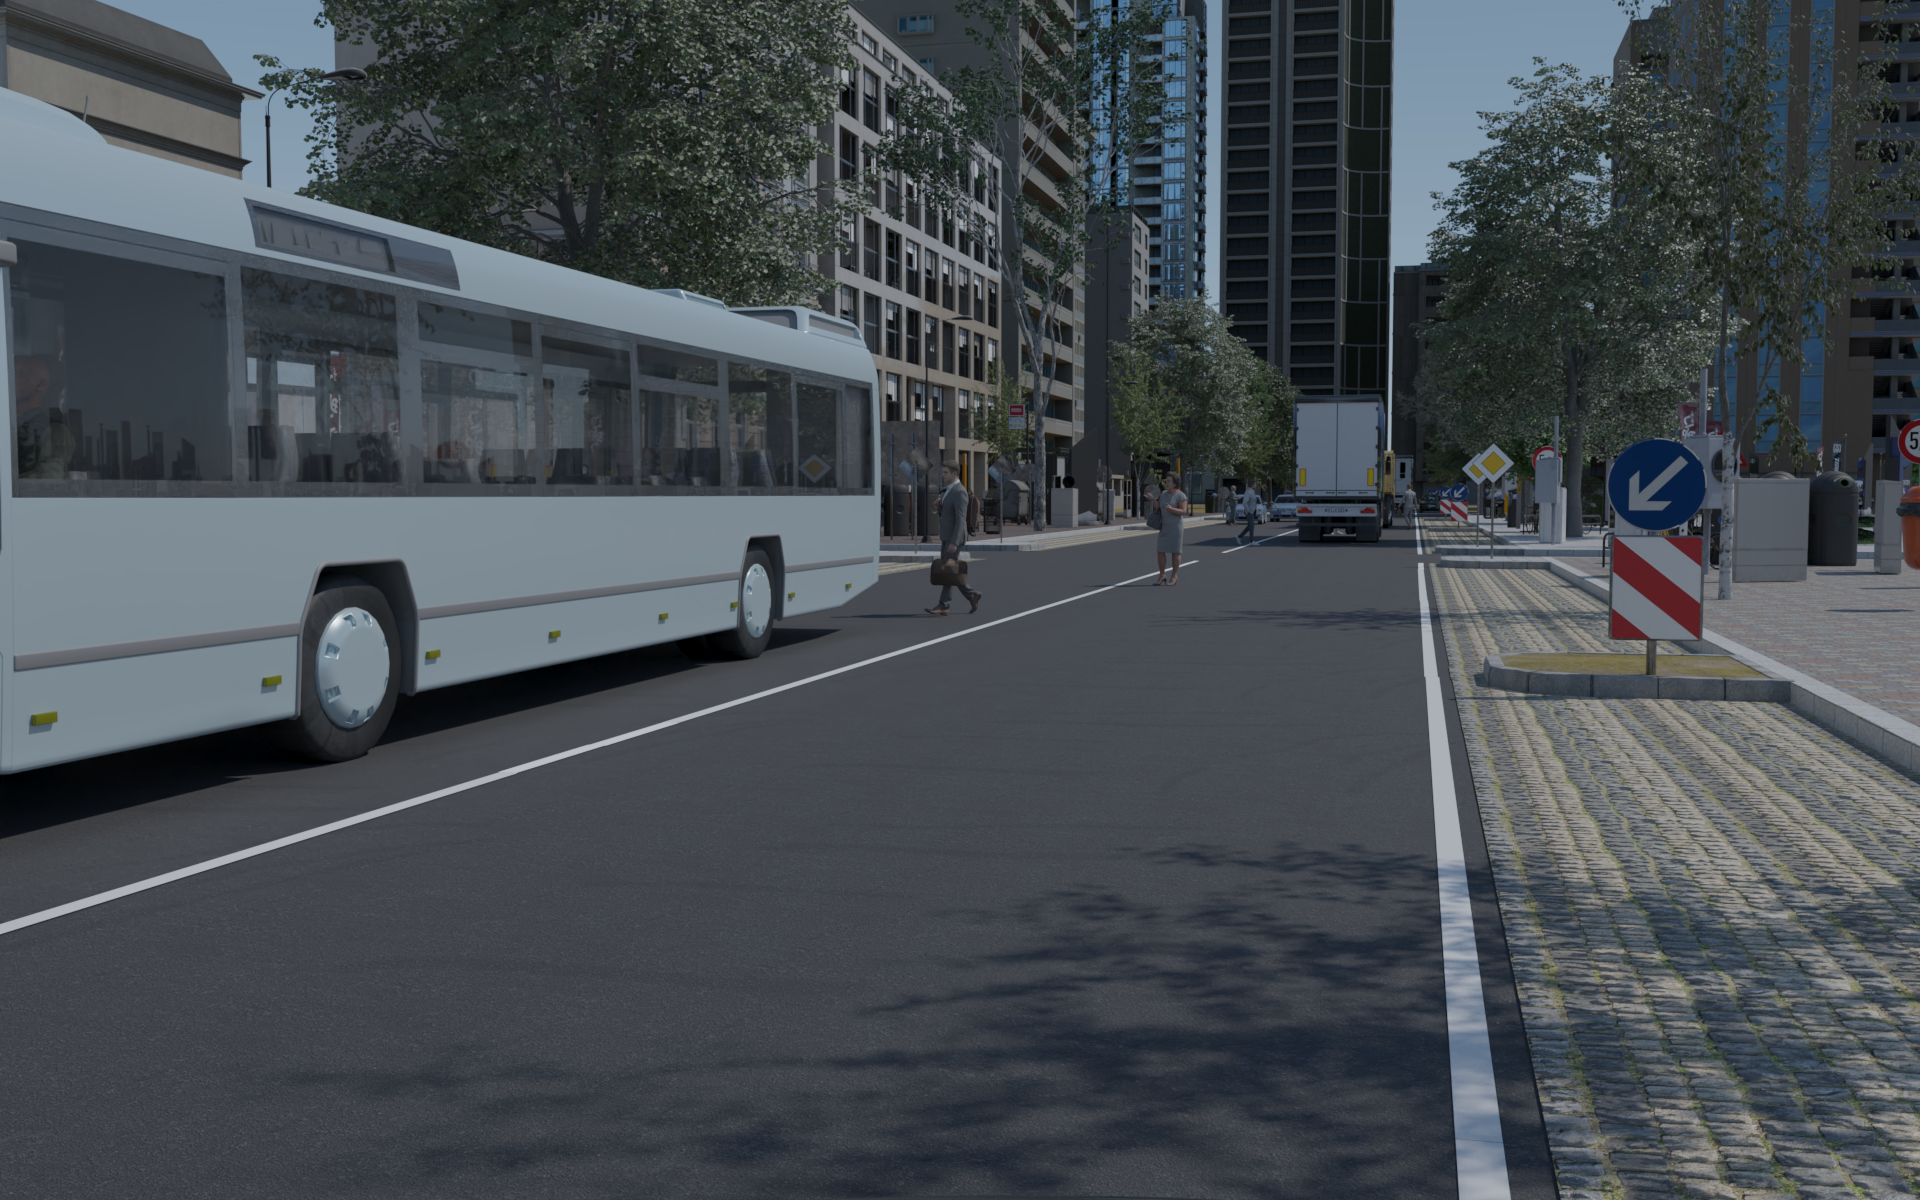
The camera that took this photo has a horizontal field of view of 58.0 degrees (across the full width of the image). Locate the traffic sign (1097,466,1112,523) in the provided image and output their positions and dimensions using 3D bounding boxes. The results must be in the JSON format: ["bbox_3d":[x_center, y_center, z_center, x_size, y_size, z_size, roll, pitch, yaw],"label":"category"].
[{"bbox_3d":[6.412,-4.727,77.388,0.768,2.556,0.104,1,4,19],"label":"traffic sign"}]

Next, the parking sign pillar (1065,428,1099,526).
[{"bbox_3d":[4.909,-4.997,70.174,1.447,3.967,1.447,-2,4,-33],"label":"parking sign pillar"}]

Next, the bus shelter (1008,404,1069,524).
[{"bbox_3d":[3.876,-6.228,79.463,2.179,5.291,8.768,1,4,15],"label":"bus shelter"}]

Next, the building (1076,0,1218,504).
[{"bbox_3d":[19.237,-55.931,227.138,31.000,86.520,22.319,1,4,15],"label":"building"}]

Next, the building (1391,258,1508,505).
[{"bbox_3d":[60.789,-27.126,215.213,14.107,30.474,14.160,1,4,15],"label":"building"}]

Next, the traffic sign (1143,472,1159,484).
[{"bbox_3d":[10.021,-5.556,90.850,0.884,2.594,0.081,1,4,22],"label":"traffic sign"}]

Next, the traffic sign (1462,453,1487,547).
[{"bbox_3d":[12.530,-2.339,41.891,0.795,2.450,0.064,1,4,15],"label":"traffic sign"}]

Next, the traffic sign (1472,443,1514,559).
[{"bbox_3d":[10.506,-1.867,34.166,0.795,2.450,0.064,1,4,15],"label":"traffic sign"}]

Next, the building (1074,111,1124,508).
[{"bbox_3d":[-1.789,-28.526,158.283,32.217,40.220,23.993,1,4,15],"label":"building"}]

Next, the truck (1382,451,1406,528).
[{"bbox_3d":[17.799,-4.927,76.477,3.469,3.379,9.791,1,4,16],"label":"truck"}]

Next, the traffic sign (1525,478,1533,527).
[{"bbox_3d":[22.231,-4.159,68.006,0.884,2.594,0.081,1,4,16],"label":"traffic sign"}]

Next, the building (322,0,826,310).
[{"bbox_3d":[-15.052,-17.574,73.235,13.634,28.700,20.117,1,4,15],"label":"building"}]

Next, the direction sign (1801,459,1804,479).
[{"bbox_3d":[48.175,-6.552,99.121,0.379,3.537,0.876,1,4,21],"label":"direction sign"}]

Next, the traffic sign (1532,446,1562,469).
[{"bbox_3d":[15.587,-2.808,46.016,0.768,2.556,0.104,2,4,24],"label":"traffic sign"}]

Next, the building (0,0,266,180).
[{"bbox_3d":[-50.360,-15.144,80.890,30.059,22.955,16.112,1,4,15],"label":"building"}]

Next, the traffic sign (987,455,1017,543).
[{"bbox_3d":[1.077,-2.524,44.903,0.795,2.450,0.064,1,4,15],"label":"traffic sign"}]

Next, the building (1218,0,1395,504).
[{"bbox_3d":[44.493,-47.911,221.604,20.611,71.187,20.563,1,4,15],"label":"building"}]

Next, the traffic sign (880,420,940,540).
[{"bbox_3d":[-1.616,-3.325,48.232,2.265,3.308,0.079,2,4,24],"label":"traffic sign"}]

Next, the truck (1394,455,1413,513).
[{"bbox_3d":[32.993,-8.719,131.463,2.839,4.237,11.283,1,4,14],"label":"truck"}]

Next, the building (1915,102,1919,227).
[{"bbox_3d":[86.411,-43.649,151.909,20.611,71.187,20.563,1,4,15],"label":"building"}]

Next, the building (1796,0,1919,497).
[{"bbox_3d":[56.712,-28.657,118.659,14.600,45.320,14.200,1,4,15],"label":"building"}]

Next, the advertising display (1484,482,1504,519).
[{"bbox_3d":[27.690,-5.174,89.809,0.974,1.923,0.123,0,4,2],"label":"advertising display"}]

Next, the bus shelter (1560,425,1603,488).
[{"bbox_3d":[29.821,-6.510,84.064,2.179,5.291,8.768,1,4,15],"label":"bus shelter"}]

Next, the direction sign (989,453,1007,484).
[{"bbox_3d":[2.173,-6.305,95.089,0.876,3.537,0.379,-1,4,-16],"label":"direction sign"}]

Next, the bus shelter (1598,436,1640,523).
[{"bbox_3d":[24.451,-4.216,62.850,2.014,3.302,5.546,1,4,15],"label":"bus shelter"}]

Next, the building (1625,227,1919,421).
[{"bbox_3d":[69.317,-17.938,138.327,27.650,21.520,28.899,1,4,15],"label":"building"}]

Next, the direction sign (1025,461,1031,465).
[{"bbox_3d":[4.836,-7.767,118.990,0.876,3.537,0.379,3,5,41],"label":"direction sign"}]

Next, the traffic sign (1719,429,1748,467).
[{"bbox_3d":[14.969,-2.079,33.998,0.884,2.594,0.081,1,4,21],"label":"traffic sign"}]

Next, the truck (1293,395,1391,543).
[{"bbox_3d":[12.076,-4.015,54.553,2.839,4.237,11.283,1,4,14],"label":"truck"}]

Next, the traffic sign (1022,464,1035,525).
[{"bbox_3d":[2.929,-4.412,72.241,0.768,2.556,0.104,1,4,15],"label":"traffic sign"}]

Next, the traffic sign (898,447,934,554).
[{"bbox_3d":[-0.948,-2.051,37.178,0.795,2.450,0.064,1,4,15],"label":"traffic sign"}]

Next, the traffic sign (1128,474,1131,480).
[{"bbox_3d":[10.137,-6.158,100.782,0.768,2.556,0.104,1,4,18],"label":"traffic sign"}]

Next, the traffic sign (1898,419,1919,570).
[{"bbox_3d":[16.226,-1.782,29.244,0.768,2.556,0.104,1,4,18],"label":"traffic sign"}]

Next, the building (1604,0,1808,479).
[{"bbox_3d":[68.067,-31.196,160.159,14.600,45.320,14.200,1,4,15],"label":"building"}]

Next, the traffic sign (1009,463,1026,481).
[{"bbox_3d":[2.455,-4.474,73.156,0.884,2.594,0.081,1,4,15],"label":"traffic sign"}]

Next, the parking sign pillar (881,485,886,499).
[{"bbox_3d":[-3.051,-5.391,76.608,1.447,3.967,1.447,2,4,35],"label":"parking sign pillar"}]

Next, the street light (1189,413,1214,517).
[{"bbox_3d":[13.804,-7.728,98.887,1.470,5.913,1.316,1,4,15],"label":"street light"}]

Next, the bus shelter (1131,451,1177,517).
[{"bbox_3d":[10.972,-6.522,97.913,1.731,3.624,6.357,1,4,15],"label":"bus shelter"}]

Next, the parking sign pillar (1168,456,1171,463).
[{"bbox_3d":[13.491,-7.643,113.440,1.447,3.967,1.447,1,4,19],"label":"parking sign pillar"}]

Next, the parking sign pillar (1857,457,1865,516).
[{"bbox_3d":[47.985,-6.324,91.866,1.447,3.967,1.447,3,5,42],"label":"parking sign pillar"}]

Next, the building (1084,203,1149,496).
[{"bbox_3d":[11.743,-24.756,176.458,14.107,30.474,14.160,1,4,15],"label":"building"}]

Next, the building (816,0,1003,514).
[{"bbox_3d":[-10.871,-18.097,100.395,19.350,26.468,34.151,1,4,15],"label":"building"}]

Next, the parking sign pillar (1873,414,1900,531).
[{"bbox_3d":[31.995,-4.317,59.057,1.447,3.967,1.447,-3,5,-42],"label":"parking sign pillar"}]

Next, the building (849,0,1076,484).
[{"bbox_3d":[-3.500,-31.242,134.507,21.300,48.544,21.600,1,4,15],"label":"building"}]

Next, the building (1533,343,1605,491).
[{"bbox_3d":[83.316,-22.722,216.543,28.899,21.520,27.650,1,4,15],"label":"building"}]
